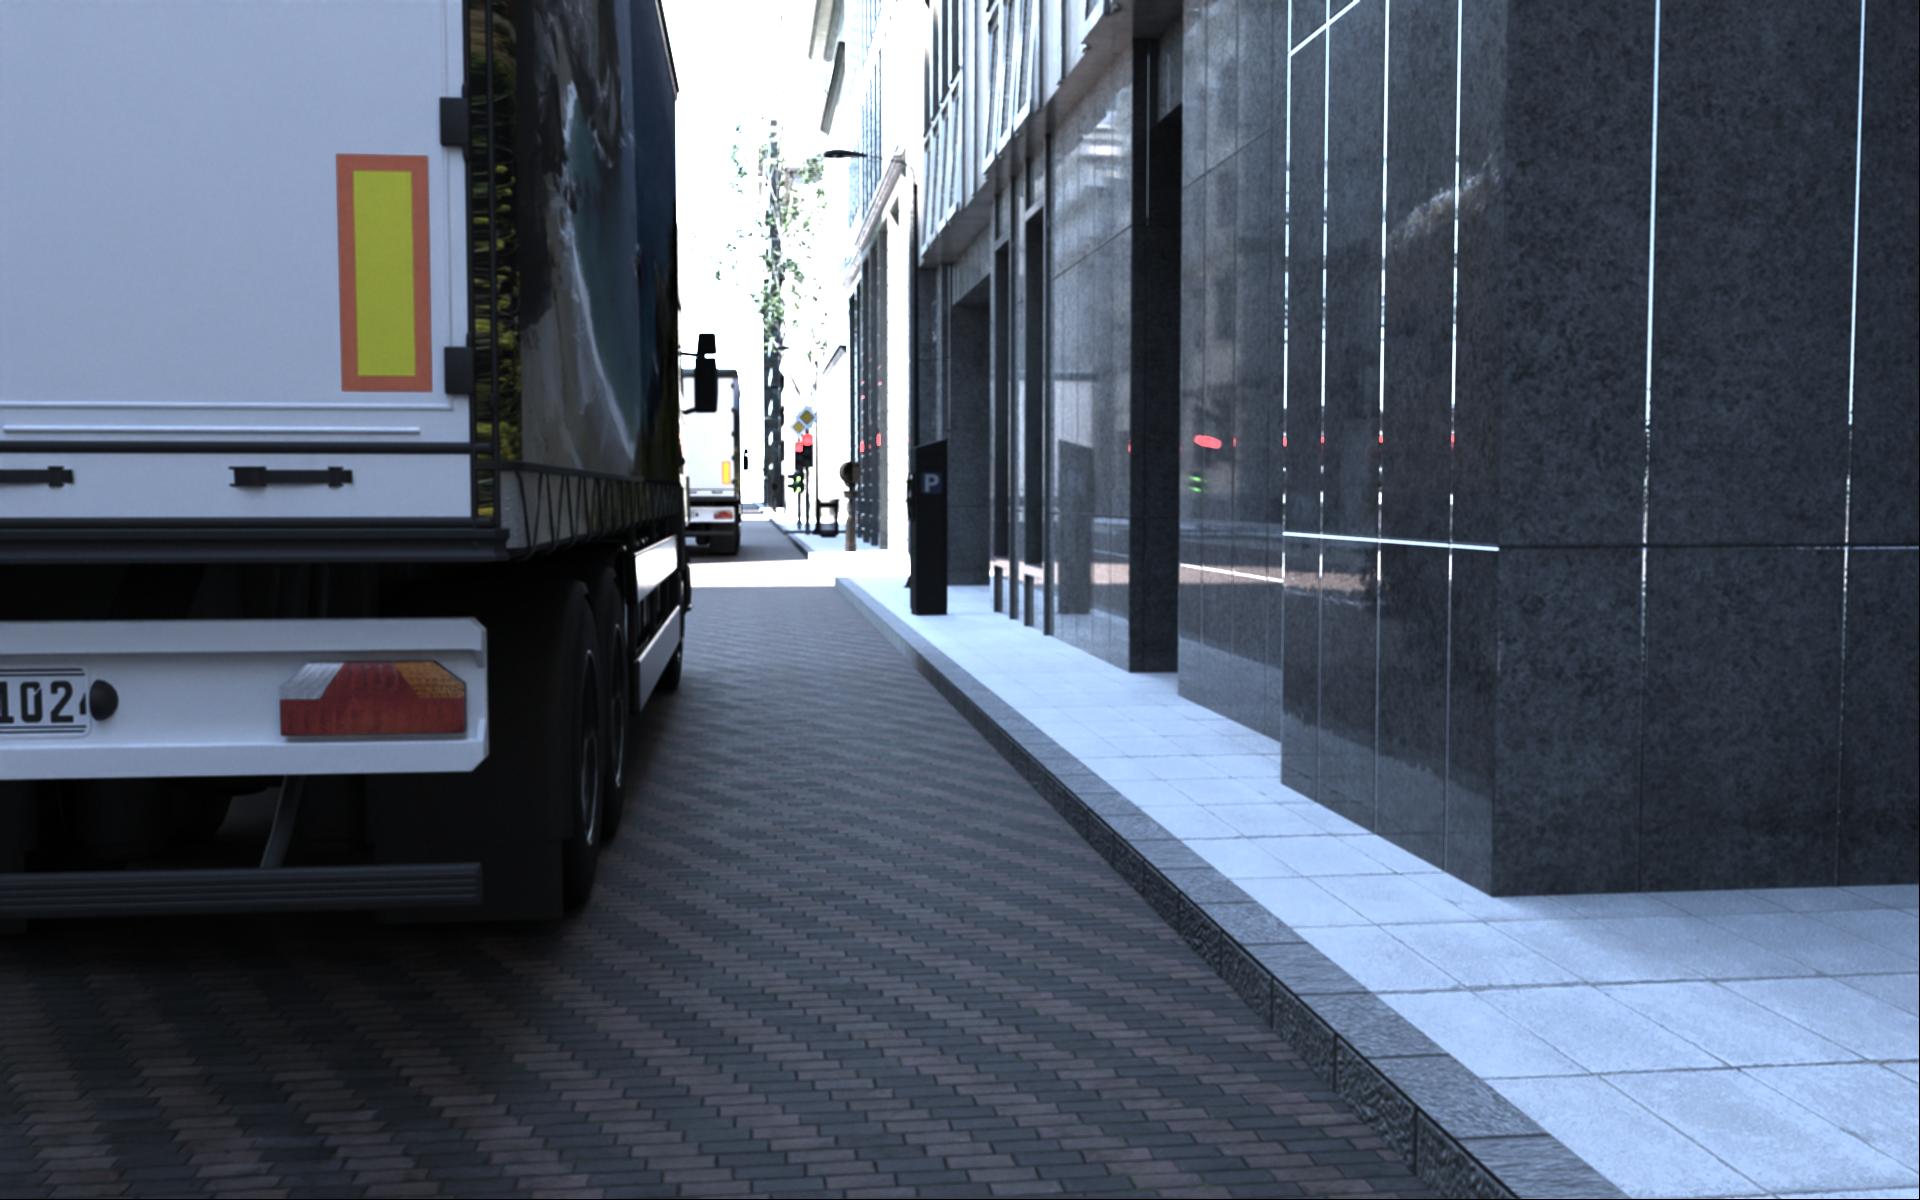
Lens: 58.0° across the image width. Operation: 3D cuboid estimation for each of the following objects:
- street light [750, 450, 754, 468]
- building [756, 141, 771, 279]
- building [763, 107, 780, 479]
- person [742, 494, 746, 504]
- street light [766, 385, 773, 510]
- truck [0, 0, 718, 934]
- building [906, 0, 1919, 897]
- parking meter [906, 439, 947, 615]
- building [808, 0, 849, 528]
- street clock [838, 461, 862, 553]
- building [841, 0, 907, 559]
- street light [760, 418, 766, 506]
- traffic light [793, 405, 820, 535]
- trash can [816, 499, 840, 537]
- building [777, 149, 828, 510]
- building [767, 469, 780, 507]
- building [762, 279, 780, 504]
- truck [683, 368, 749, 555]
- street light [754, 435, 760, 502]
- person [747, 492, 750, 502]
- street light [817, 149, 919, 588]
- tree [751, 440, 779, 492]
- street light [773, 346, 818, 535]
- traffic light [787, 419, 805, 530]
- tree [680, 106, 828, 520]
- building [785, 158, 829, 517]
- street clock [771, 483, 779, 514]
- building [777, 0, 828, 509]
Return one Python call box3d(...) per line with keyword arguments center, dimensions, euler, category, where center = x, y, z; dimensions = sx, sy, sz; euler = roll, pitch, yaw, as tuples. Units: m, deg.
box3d(center=(-20.868, -12.732, 180.711), dimensions=(1.470, 5.913, 1.316), euler=(0, 4, -7), category="street light")
box3d(center=(-15.204, -40.695, 254.594), dimensions=(28.713, 52.752, 27.495), euler=(0, 4, -7), category="building")
box3d(center=(-10.640, -35.401, 198.417), dimensions=(23.786, 49.044, 30.456), euler=(0, 4, -7), category="building")
box3d(center=(-32.176, -15.056, 257.853), dimensions=(0.628, 1.438, 0.799), euler=(-1, 4, -9), category="person")
box3d(center=(-7.405, -6.194, 73.817), dimensions=(1.470, 5.913, 1.316), euler=(0, 4, -7), category="street light")
box3d(center=(-2.823, -1.239, 9.163), dimensions=(2.839, 4.237, 11.283), euler=(0, 4, -7), category="truck")
box3d(center=(6.423, -12.068, 15.335), dimensions=(12.078, 24.808, 19.932), euler=(0, 4, -7), category="building")
box3d(center=(-0.350, -0.776, 18.394), dimensions=(0.399, 1.863, 0.255), euler=(-1, 4, -16), category="parking meter")
box3d(center=(9.132, -14.571, 71.519), dimensions=(30.059, 22.955, 16.112), euler=(0, 4, -7), category="building")
box3d(center=(-2.401, -2.042, 37.958), dimensions=(0.471, 2.002, 0.358), euler=(-2, 4, -32), category="street clock")
box3d(center=(3.606, -16.066, 40.168), dimensions=(11.434, 29.767, 29.804), euler=(0, 4, -7), category="building")
box3d(center=(-11.254, -8.137, 105.574), dimensions=(1.470, 5.913, 1.316), euler=(0, 4, -7), category="street light")
box3d(center=(-4.836, -4.017, 54.601), dimensions=(0.839, 4.253, 0.868), euler=(0, 4, -7), category="traffic light")
box3d(center=(-3.925, -2.444, 51.609), dimensions=(0.748, 1.137, 0.748), euler=(0, 3, 0), category="trash can")
box3d(center=(-6.745, -20.076, 125.508), dimensions=(12.463, 27.353, 25.104), euler=(0, 4, -7), category="building")
box3d(center=(-8.802, -44.846, 171.484), dimensions=(20.563, 71.187, 20.611), euler=(0, 4, -7), category="building")
box3d(center=(-19.478, -28.211, 232.954), dimensions=(14.160, 30.474, 14.107), euler=(0, 4, -7), category="building")
box3d(center=(-6.801, -3.369, 43.991), dimensions=(2.839, 4.237, 11.283), euler=(0, 4, -7), category="truck")
box3d(center=(-15.219, -10.018, 136.341), dimensions=(1.470, 5.913, 1.316), euler=(0, 4, -7), category="street light")
box3d(center=(-32.176, -15.547, 263.605), dimensions=(0.541, 1.710, 0.530), euler=(-1, 4, -23), category="person")
box3d(center=(-1.141, -3.119, 23.530), dimensions=(1.470, 5.913, 1.316), euler=(0, 4, -7), category="street light")
box3d(center=(-24.729, -16.687, 223.186), dimensions=(4.360, 8.622, 3.978), euler=(0, 3, 0), category="tree")
box3d(center=(-5.053, -5.014, 54.527), dimensions=(1.470, 5.913, 1.316), euler=(0, 4, -7), category="street light")
box3d(center=(-5.826, -4.502, 62.525), dimensions=(0.839, 4.253, 0.868), euler=(0, 4, -7), category="traffic light")
box3d(center=(-8.842, -14.104, 86.483), dimensions=(12.611, 20.169, 13.585), euler=(0, 3, 0), category="tree")
box3d(center=(-5.081, -15.272, 104.447), dimensions=(10.420, 20.320, 16.860), euler=(0, 4, -7), category="building")
box3d(center=(-12.111, -6.660, 113.461), dimensions=(0.471, 2.002, 0.358), euler=(0, 4, 3), category="street clock")
box3d(center=(-4.943, -32.277, 151.427), dimensions=(21.300, 48.544, 21.600), euler=(0, 4, -7), category="building")
